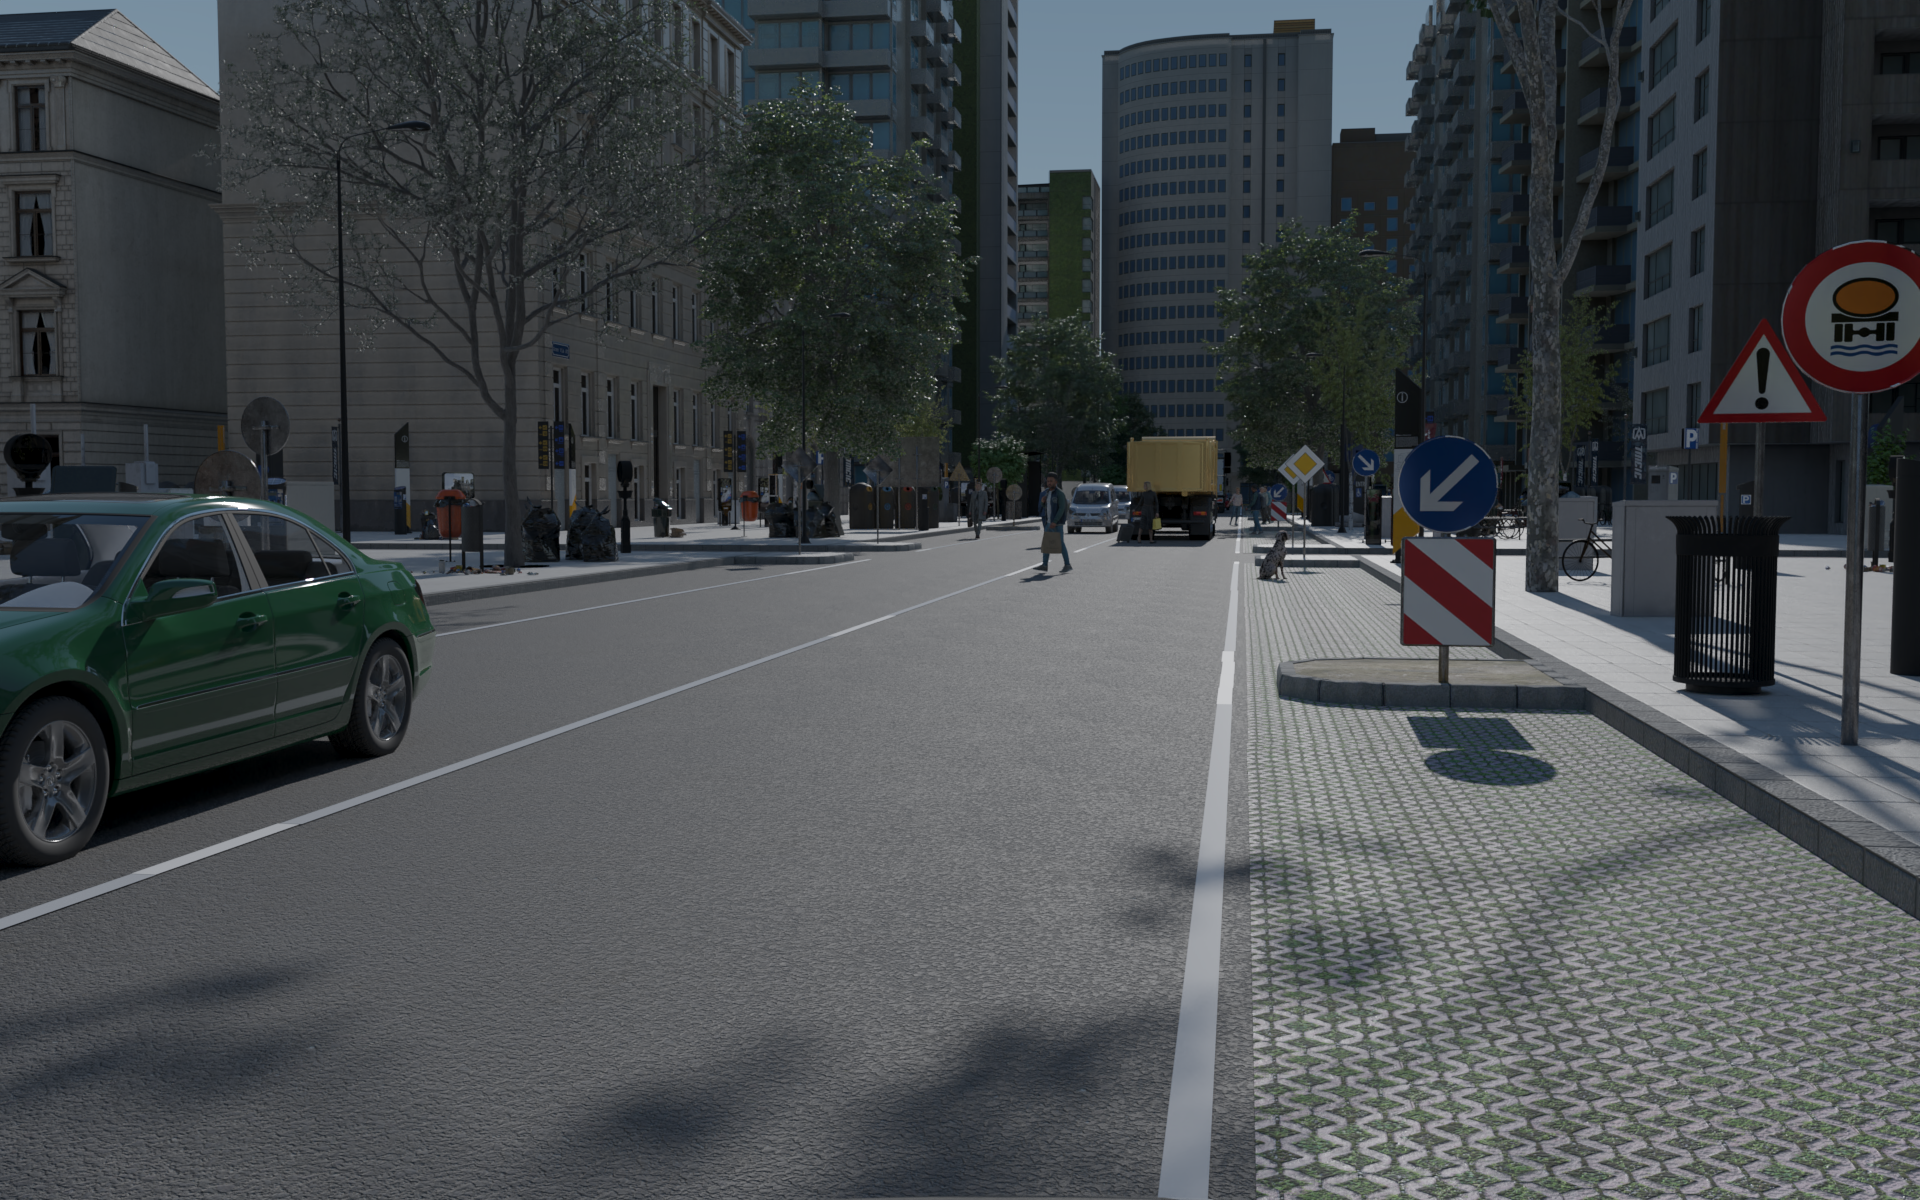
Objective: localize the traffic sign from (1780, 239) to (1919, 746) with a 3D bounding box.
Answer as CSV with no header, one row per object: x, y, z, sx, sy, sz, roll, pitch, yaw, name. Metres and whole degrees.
4.552,-0.531,8.787,0.768,2.556,0.104,1,4,18,traffic sign

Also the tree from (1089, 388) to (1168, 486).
18.324,-16.555,187.678,9.611,12.733,9.660,0,3,0,tree

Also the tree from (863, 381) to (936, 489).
-4.263,-8.191,84.278,4.360,8.622,3.978,0,3,0,tree

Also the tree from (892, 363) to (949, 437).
-2.714,-8.725,93.016,4.737,8.622,4.395,0,3,0,tree

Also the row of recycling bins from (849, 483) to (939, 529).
-2.463,-3.500,64.338,3.534,1.692,1.069,-2,4,-27,row of recycling bins

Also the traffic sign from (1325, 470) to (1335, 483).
19.783,-5.692,93.170,0.768,2.556,0.104,1,4,18,traffic sign

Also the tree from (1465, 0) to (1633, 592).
6.316,-10.135,21.594,12.611,20.169,13.585,0,3,0,tree

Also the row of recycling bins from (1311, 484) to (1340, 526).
14.971,-3.858,70.197,1.069,1.692,3.534,1,4,22,row of recycling bins

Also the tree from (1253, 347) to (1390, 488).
20.854,-10.212,101.374,8.767,10.594,7.601,1,4,13,tree

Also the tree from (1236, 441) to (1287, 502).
34.893,-16.744,190.766,9.611,12.733,9.660,0,3,0,tree

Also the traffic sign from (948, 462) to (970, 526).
-0.034,-4.237,69.284,0.884,2.594,0.081,1,4,11,traffic sign

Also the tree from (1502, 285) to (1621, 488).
21.496,-6.807,61.650,4.737,8.622,4.395,0,3,0,tree

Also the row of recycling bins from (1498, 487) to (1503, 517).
26.996,-5.152,91.349,3.534,1.692,1.069,-1,4,-15,row of recycling bins

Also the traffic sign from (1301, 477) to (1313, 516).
17.935,-5.346,89.534,0.606,2.300,0.079,1,4,18,traffic sign

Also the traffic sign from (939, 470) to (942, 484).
-1.059,-4.316,72.695,0.606,2.300,0.079,1,4,18,traffic sign

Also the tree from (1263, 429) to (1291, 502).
30.338,-13.096,164.480,4.360,8.622,3.978,0,3,0,tree

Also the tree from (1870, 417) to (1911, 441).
23.448,-2.997,43.608,1.663,3.219,1.824,0,3,0,tree

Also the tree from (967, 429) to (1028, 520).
1.972,-6.336,87.304,4.285,4.588,4.351,0,3,0,tree

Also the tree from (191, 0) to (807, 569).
-7.930,-7.304,29.792,12.009,13.543,11.850,0,3,0,tree

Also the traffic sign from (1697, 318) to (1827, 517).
5.963,-0.791,12.934,0.884,2.594,0.081,1,4,16,traffic sign

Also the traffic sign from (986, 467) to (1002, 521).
1.606,-4.970,81.373,0.768,2.556,0.104,1,4,13,traffic sign

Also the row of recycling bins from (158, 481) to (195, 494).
-24.288,-2.996,56.101,1.069,1.692,3.534,3,5,41,row of recycling bins

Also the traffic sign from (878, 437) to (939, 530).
-1.850,-4.142,61.599,2.265,3.308,0.079,1,4,11,traffic sign

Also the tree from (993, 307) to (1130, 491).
6.603,-12.891,117.416,9.857,13.997,8.962,0,3,0,tree

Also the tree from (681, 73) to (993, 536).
-3.932,-8.957,53.107,9.857,13.997,8.962,0,3,0,tree

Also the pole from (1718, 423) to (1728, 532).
18.012,-2.878,40.897,0.158,3.312,0.155,0,3,0,pole

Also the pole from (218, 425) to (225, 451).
-21.956,-3.530,51.552,0.158,3.312,0.155,0,3,0,pole

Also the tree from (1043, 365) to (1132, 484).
9.863,-12.829,135.502,9.928,11.665,9.643,0,3,0,tree

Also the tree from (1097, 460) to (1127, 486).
14.324,-10.927,162.373,4.285,4.588,4.351,0,3,0,tree

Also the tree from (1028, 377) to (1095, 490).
6.333,-9.761,109.948,4.360,8.622,3.978,0,3,0,tree

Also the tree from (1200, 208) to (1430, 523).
15.910,-10.432,77.226,9.857,13.997,8.962,0,3,0,tree

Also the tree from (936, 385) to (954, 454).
-2.498,-9.697,108.907,4.360,8.622,3.978,0,3,0,tree

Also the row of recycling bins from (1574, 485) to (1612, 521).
29.805,-4.575,81.921,3.534,1.692,1.069,-3,5,-43,row of recycling bins

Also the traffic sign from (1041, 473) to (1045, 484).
4.462,-6.061,99.206,0.768,2.556,0.104,1,4,10,traffic sign

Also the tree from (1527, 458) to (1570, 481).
25.431,-4.924,75.110,1.663,3.219,1.824,0,3,0,tree

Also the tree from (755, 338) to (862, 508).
-7.253,-7.748,77.045,4.360,8.622,3.978,0,3,0,tree

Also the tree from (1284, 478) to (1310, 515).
20.661,-6.848,106.568,1.663,3.219,1.824,0,3,0,tree

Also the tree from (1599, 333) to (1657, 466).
30.822,-7.755,77.163,4.360,8.622,3.978,0,3,0,tree

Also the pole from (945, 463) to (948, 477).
-0.905,-7.323,113.582,0.158,3.312,0.155,0,3,0,pole

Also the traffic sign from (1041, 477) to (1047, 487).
5.163,-6.285,104.897,0.606,2.300,0.079,1,4,11,traffic sign

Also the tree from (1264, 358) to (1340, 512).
24.831,-12.265,126.293,9.928,11.665,9.643,0,3,0,tree

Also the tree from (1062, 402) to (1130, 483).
11.655,-13.256,151.145,7.601,10.594,8.767,2,4,27,tree

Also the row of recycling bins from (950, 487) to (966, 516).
0.074,-5.752,101.159,1.069,1.692,3.534,1,4,11,row of recycling bins

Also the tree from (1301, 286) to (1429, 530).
14.094,-6.789,61.358,4.737,8.622,4.395,0,3,0,tree

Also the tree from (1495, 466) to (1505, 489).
30.067,-6.312,97.805,1.663,3.219,1.824,0,3,0,tree
